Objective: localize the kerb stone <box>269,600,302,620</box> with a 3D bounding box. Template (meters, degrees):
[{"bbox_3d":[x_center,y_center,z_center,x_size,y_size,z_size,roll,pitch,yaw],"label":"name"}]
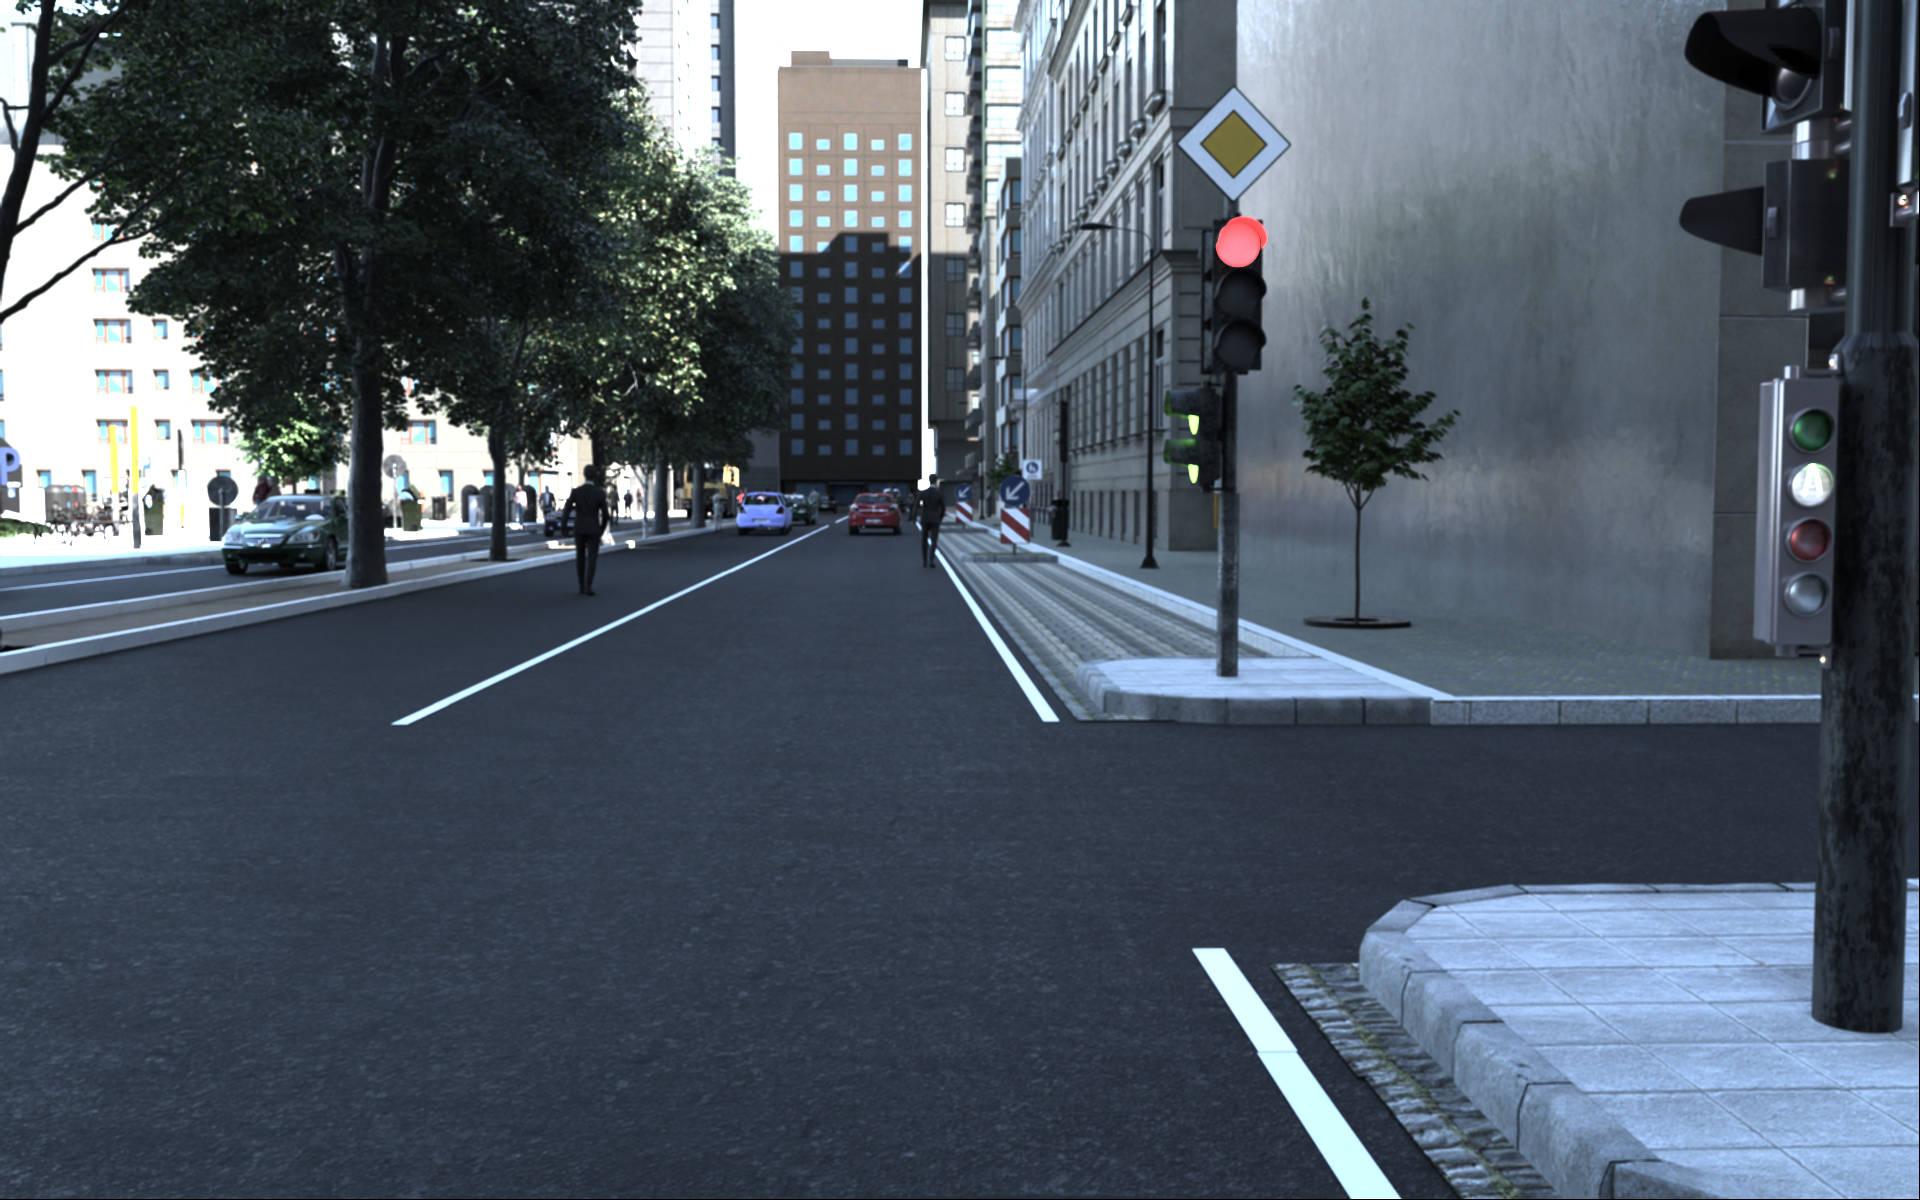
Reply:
[{"bbox_3d":[-7.898,0.128,20.098,0.120,0.150,1.000,0,4,-2],"label":"kerb stone"}]

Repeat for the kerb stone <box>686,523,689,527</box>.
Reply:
[{"bbox_3d":[-12.011,-3.243,75.286,0.120,0.150,1.000,0,4,-2],"label":"kerb stone"}]

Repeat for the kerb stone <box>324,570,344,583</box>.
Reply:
[{"bbox_3d":[-10.295,-0.368,28.212,0.120,0.150,1.000,0,4,-2],"label":"kerb stone"}]

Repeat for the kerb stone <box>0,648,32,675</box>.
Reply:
[{"bbox_3d":[-7.674,0.505,13.945,0.120,0.150,1.000,0,4,-2],"label":"kerb stone"}]

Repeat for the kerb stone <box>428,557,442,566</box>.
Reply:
[{"bbox_3d":[-10.523,-0.740,34.355,0.120,0.150,1.000,0,4,-2],"label":"kerb stone"}]

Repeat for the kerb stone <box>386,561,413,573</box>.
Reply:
[{"bbox_3d":[-10.449,-0.617,32.304,0.120,0.150,1.000,0,4,-2],"label":"kerb stone"}]

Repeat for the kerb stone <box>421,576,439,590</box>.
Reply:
[{"bbox_3d":[-8.125,-0.239,26.245,0.120,0.150,1.000,0,4,-2],"label":"kerb stone"}]

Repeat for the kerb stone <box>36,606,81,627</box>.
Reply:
[{"bbox_3d":[-9.960,0.196,18.990,0.120,0.150,1.000,0,4,-2],"label":"kerb stone"}]

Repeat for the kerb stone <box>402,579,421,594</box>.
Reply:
[{"bbox_3d":[-8.092,-0.185,25.218,0.120,0.150,1.000,0,4,-2],"label":"kerb stone"}]

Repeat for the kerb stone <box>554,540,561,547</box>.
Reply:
[{"bbox_3d":[-10.966,-1.493,46.650,0.120,0.150,1.000,0,4,-2],"label":"kerb stone"}]

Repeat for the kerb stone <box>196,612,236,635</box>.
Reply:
[{"bbox_3d":[-7.823,0.254,18.049,0.120,0.150,1.000,0,4,-2],"label":"kerb stone"}]

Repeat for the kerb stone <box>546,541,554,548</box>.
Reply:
[{"bbox_3d":[-10.926,-1.433,45.626,0.120,0.150,1.000,0,4,-2],"label":"kerb stone"}]

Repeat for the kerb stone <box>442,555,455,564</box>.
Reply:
[{"bbox_3d":[-10.555,-0.807,35.390,0.120,0.150,1.000,0,4,-2],"label":"kerb stone"}]

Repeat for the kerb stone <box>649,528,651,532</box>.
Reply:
[{"bbox_3d":[-11.597,-2.559,64.039,0.120,0.150,1.000,0,4,-2],"label":"kerb stone"}]

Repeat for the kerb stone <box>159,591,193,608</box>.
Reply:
[{"bbox_3d":[-10.073,0.008,22.068,0.120,0.150,1.000,0,4,-2],"label":"kerb stone"}]

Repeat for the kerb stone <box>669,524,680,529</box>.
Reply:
[{"bbox_3d":[-11.893,-3.059,72.217,0.120,0.150,1.000,0,4,-2],"label":"kerb stone"}]

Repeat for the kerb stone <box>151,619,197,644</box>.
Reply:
[{"bbox_3d":[-7.789,0.317,17.020,0.120,0.150,1.000,0,4,-2],"label":"kerb stone"}]

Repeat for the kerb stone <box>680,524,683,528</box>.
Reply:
[{"bbox_3d":[-11.928,-3.122,73.239,0.120,0.150,1.000,0,4,-2],"label":"kerb stone"}]

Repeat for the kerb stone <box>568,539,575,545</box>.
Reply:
[{"bbox_3d":[-11.043,-1.621,48.695,0.120,0.150,1.000,0,4,-2],"label":"kerb stone"}]

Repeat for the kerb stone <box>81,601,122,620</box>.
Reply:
[{"bbox_3d":[-10.004,0.134,20.020,0.120,0.150,1.000,0,4,-2],"label":"kerb stone"}]

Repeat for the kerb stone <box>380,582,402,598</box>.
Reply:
[{"bbox_3d":[-8.043,-0.120,24.197,0.120,0.150,1.000,0,4,-2],"label":"kerb stone"}]

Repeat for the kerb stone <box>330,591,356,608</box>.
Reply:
[{"bbox_3d":[-7.972,0.003,22.153,0.120,0.150,1.000,0,4,-2],"label":"kerb stone"}]

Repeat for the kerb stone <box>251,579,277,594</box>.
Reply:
[{"bbox_3d":[-10.189,-0.180,25.133,0.120,0.150,1.000,0,4,-2],"label":"kerb stone"}]

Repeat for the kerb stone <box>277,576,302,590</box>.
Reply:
[{"bbox_3d":[-10.217,-0.243,26.161,0.120,0.150,1.000,0,4,-2],"label":"kerb stone"}]

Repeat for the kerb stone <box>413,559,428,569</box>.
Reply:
[{"bbox_3d":[-10.476,-0.681,33.334,0.120,0.150,1.000,0,4,-2],"label":"kerb stone"}]

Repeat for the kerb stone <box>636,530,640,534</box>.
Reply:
[{"bbox_3d":[-11.489,-2.372,60.972,0.120,0.150,1.000,0,4,-2],"label":"kerb stone"}]

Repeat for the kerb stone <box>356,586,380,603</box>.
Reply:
[{"bbox_3d":[-8.012,-0.054,23.175,0.120,0.150,1.000,0,4,-2],"label":"kerb stone"}]

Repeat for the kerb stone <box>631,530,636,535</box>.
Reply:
[{"bbox_3d":[-11.450,-2.306,59.951,0.120,0.150,1.000,0,4,-2],"label":"kerb stone"}]

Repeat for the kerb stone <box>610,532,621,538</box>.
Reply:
[{"bbox_3d":[-11.343,-2.122,56.886,0.120,0.150,1.000,0,4,-2],"label":"kerb stone"}]

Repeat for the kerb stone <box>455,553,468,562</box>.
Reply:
[{"bbox_3d":[-10.590,-0.866,36.412,0.120,0.150,1.000,0,4,-2],"label":"kerb stone"}]

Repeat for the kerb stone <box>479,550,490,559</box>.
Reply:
[{"bbox_3d":[-10.665,-0.995,38.460,0.120,0.150,1.000,0,4,-2],"label":"kerb stone"}]

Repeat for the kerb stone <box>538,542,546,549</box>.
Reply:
[{"bbox_3d":[-10.887,-1.371,44.604,0.120,0.150,1.000,0,4,-2],"label":"kerb stone"}]

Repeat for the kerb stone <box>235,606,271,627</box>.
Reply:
[{"bbox_3d":[-7.858,0.191,19.077,0.120,0.150,1.000,0,4,-2],"label":"kerb stone"}]

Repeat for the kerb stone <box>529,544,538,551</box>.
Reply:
[{"bbox_3d":[-10.855,-1.308,43.582,0.120,0.150,1.000,0,4,-2],"label":"kerb stone"}]

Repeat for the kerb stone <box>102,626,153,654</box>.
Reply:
[{"bbox_3d":[-7.755,0.379,15.998,0.120,0.150,1.000,0,4,-2],"label":"kerb stone"}]

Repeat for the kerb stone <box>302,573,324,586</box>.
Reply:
[{"bbox_3d":[-10.249,-0.305,27.186,0.120,0.150,1.000,0,4,-2],"label":"kerb stone"}]

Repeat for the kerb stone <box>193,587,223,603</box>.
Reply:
[{"bbox_3d":[-10.112,-0.055,23.089,0.120,0.150,1.000,0,4,-2],"label":"kerb stone"}]

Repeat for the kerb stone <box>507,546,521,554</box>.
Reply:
[{"bbox_3d":[-10.768,-1.183,41.537,0.120,0.150,1.000,0,4,-2],"label":"kerb stone"}]

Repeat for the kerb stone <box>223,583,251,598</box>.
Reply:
[{"bbox_3d":[-10.157,-0.117,24.110,0.120,0.150,1.000,0,4,-2],"label":"kerb stone"}]

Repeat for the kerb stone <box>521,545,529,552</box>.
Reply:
[{"bbox_3d":[-10.811,-1.245,42.558,0.120,0.150,1.000,0,4,-2],"label":"kerb stone"}]

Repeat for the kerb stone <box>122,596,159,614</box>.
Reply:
[{"bbox_3d":[-10.036,0.073,21.046,0.120,0.150,1.000,0,4,-2],"label":"kerb stone"}]

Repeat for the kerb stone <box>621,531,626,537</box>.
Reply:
[{"bbox_3d":[-11.381,-2.182,57.907,0.120,0.150,1.000,0,4,-2],"label":"kerb stone"}]

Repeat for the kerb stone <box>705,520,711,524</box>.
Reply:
[{"bbox_3d":[-12.381,-3.873,85.519,0.120,0.150,1.000,0,4,-2],"label":"kerb stone"}]

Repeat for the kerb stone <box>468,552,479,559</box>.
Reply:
[{"bbox_3d":[-10.624,-0.931,37.439,0.120,0.150,1.000,0,4,-2],"label":"kerb stone"}]

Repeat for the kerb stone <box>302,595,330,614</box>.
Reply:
[{"bbox_3d":[-7.943,0.066,21.122,0.120,0.150,1.000,0,4,-2],"label":"kerb stone"}]

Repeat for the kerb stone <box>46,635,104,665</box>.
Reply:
[{"bbox_3d":[-7.719,0.442,14.977,0.120,0.150,1.000,0,4,-2],"label":"kerb stone"}]

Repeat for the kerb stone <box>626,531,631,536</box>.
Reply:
[{"bbox_3d":[-11.416,-2.247,58.929,0.120,0.150,1.000,0,4,-2],"label":"kerb stone"}]

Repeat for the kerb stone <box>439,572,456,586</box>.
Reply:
[{"bbox_3d":[-8.162,-0.308,27.276,0.120,0.150,1.000,0,4,-2],"label":"kerb stone"}]

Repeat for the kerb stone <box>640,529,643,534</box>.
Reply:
[{"bbox_3d":[-11.529,-2.434,61.995,0.120,0.150,1.000,0,4,-2],"label":"kerb stone"}]

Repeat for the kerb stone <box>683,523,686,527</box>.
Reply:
[{"bbox_3d":[-11.967,-3.185,74.264,0.120,0.150,1.000,0,4,-2],"label":"kerb stone"}]

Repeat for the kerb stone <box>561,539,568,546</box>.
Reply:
[{"bbox_3d":[-11.007,-1.558,47.671,0.120,0.150,1.000,0,4,-2],"label":"kerb stone"}]
